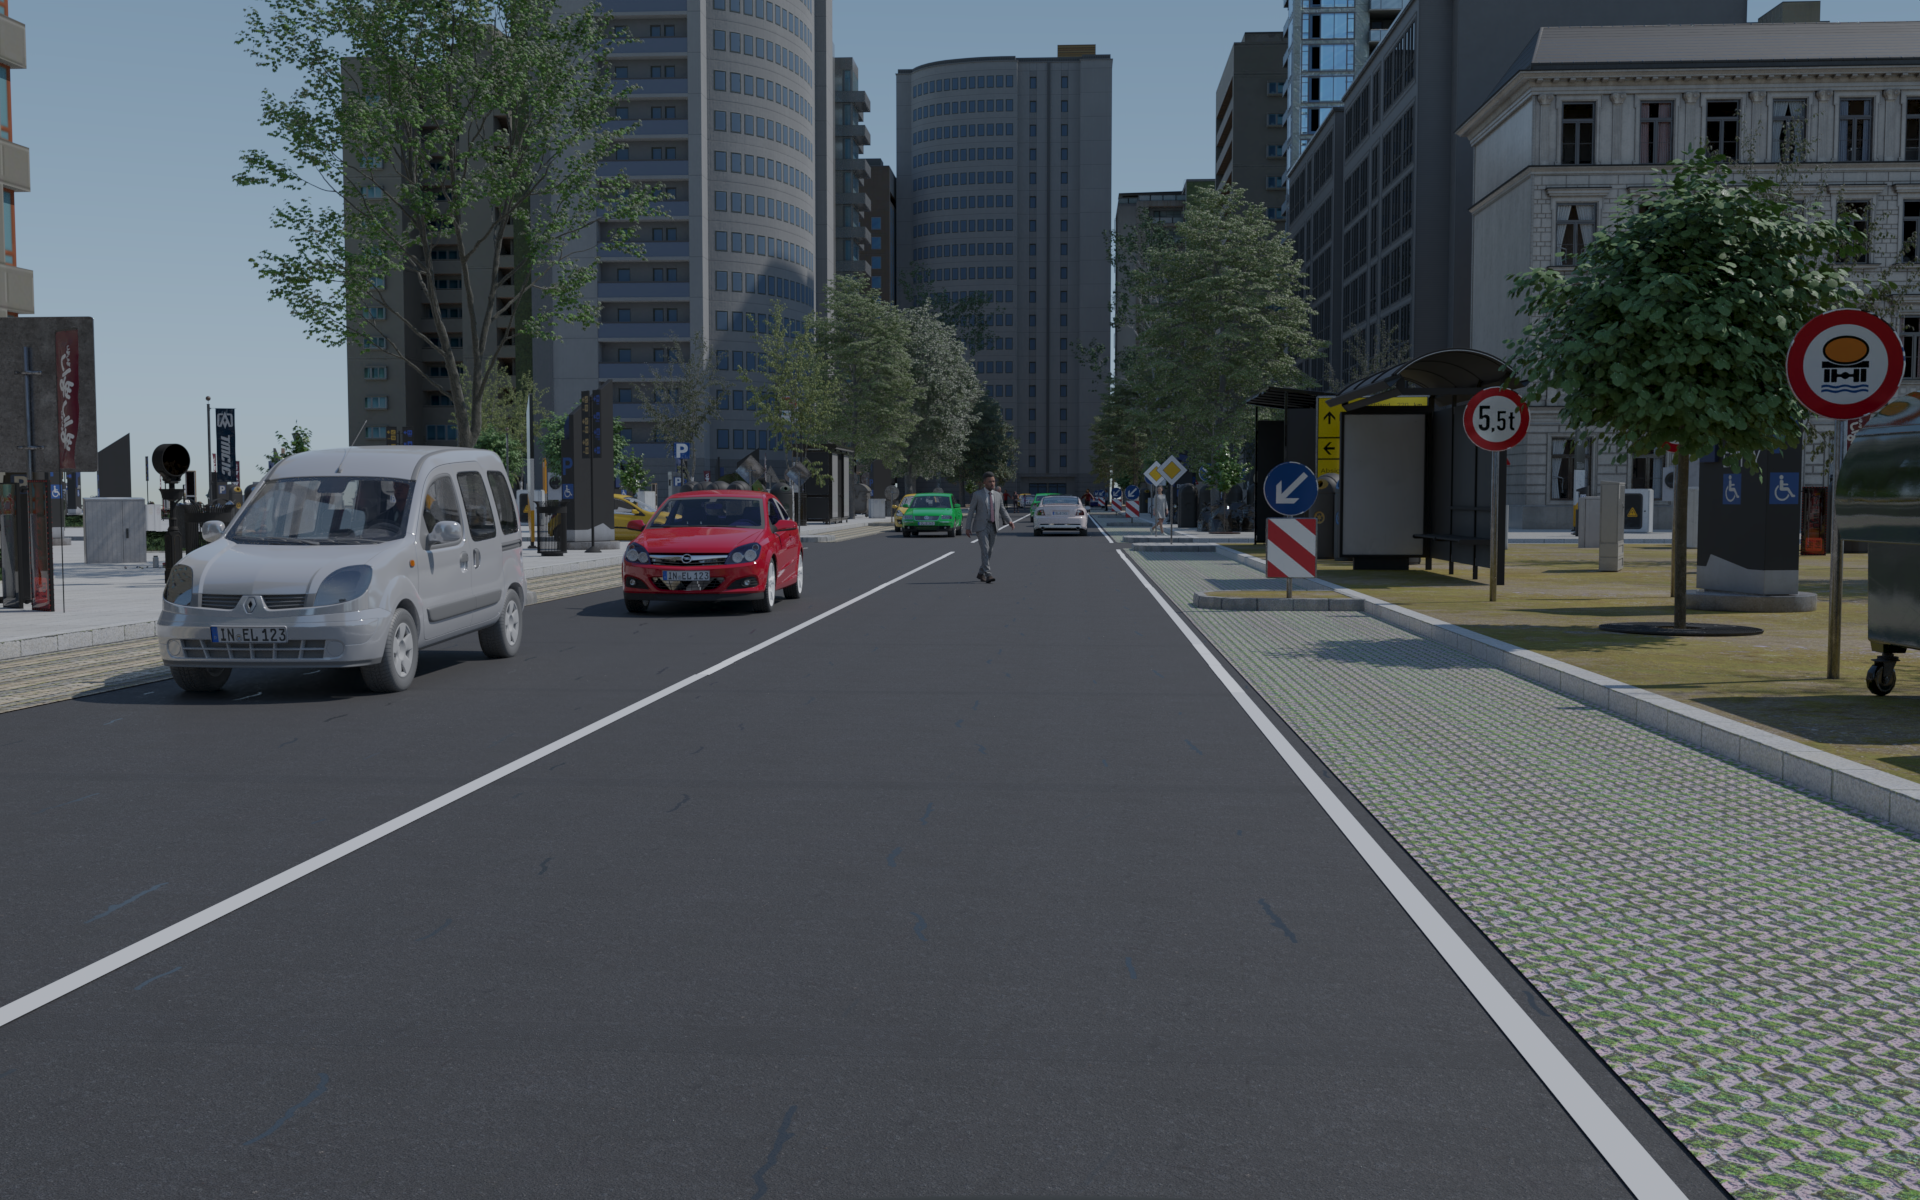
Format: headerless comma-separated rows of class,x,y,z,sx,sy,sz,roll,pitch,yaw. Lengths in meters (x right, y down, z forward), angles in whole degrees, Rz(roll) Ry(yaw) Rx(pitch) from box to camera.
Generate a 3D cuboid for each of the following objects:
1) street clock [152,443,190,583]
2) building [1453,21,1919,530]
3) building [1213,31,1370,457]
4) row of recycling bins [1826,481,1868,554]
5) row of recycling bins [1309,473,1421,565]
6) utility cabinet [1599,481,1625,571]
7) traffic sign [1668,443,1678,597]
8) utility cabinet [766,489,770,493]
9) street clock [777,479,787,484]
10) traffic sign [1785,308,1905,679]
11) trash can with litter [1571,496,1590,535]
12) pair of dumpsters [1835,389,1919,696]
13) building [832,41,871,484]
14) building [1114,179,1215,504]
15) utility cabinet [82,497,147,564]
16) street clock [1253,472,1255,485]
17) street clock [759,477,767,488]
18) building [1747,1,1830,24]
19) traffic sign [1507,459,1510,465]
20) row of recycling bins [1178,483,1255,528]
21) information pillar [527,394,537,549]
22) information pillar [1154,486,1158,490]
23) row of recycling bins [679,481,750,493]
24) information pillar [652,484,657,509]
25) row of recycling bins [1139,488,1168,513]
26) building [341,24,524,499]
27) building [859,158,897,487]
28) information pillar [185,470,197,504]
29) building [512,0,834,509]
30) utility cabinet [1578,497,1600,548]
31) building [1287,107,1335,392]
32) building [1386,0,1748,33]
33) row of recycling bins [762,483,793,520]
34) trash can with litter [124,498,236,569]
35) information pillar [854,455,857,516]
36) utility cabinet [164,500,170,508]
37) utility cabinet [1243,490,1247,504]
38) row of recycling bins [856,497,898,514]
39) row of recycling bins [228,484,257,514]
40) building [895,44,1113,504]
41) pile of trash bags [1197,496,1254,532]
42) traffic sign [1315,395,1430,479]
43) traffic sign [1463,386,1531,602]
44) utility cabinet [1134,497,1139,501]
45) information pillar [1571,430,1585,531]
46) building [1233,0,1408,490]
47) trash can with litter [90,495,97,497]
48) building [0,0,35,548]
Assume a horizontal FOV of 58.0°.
street clock,-11.286,-1.239,24.825,0.358,2.002,0.471,2,4,28
building,29.730,-12.335,66.297,19.286,19.102,10.561,0,4,4
building,37.850,-33.957,178.900,21.300,48.544,21.600,0,4,4
row of recycling bins,20.664,-1.890,38.011,3.534,1.692,1.069,-1,4,-16
row of recycling bins,7.680,-1.577,32.903,1.069,1.692,3.534,-1,4,-14
utility cabinet,10.907,-1.239,28.935,0.318,1.500,1.173,2,4,25
traffic sign,8.880,-1.306,21.466,0.768,2.556,0.104,1,4,12
utility cabinet,-8.146,-4.182,77.049,0.318,1.500,1.173,-3,5,-40
street clock,-8.598,-4.831,83.560,0.471,2.002,0.358,2,4,27
traffic sign,6.070,-0.725,11.961,0.768,2.556,0.104,1,4,9
trash can with litter,19.998,-2.646,54.318,2.233,1.210,1.678,-3,5,-40
pair of dumpsters,6.261,-0.393,8.912,1.574,2.255,4.437,0,4,4
building,-25.014,-34.370,181.560,30.456,49.044,23.786,0,4,4
building,27.382,-33.253,227.283,14.086,41.232,14.154,0,4,4
utility cabinet,-15.719,-1.287,32.212,1.020,1.237,0.306,-2,4,-34
street clock,9.337,-3.019,53.932,0.358,2.002,0.471,-2,4,-28
street clock,-8.522,-4.294,74.772,0.358,2.002,0.471,1,4,11
building,77.320,-33.802,176.362,21.600,48.544,21.300,0,4,4
traffic sign,9.696,-1.957,32.006,0.884,2.594,0.081,0,4,7
row of recycling bins,9.935,-3.577,65.602,3.534,1.692,1.069,2,4,25
information pillar,-10.103,-3.022,40.761,0.183,3.616,0.504,-1,4,-22
information pillar,13.889,-7.202,122.251,0.304,2.012,0.304,-3,4,-36
row of recycling bins,-7.808,-2.936,55.112,1.069,1.692,3.534,-3,5,-40
information pillar,-21.623,-7.220,122.536,0.304,2.012,0.304,1,4,9
row of recycling bins,13.769,-6.691,116.508,3.534,1.692,1.069,1,4,15
building,-50.916,-34.291,184.363,21.600,48.544,21.300,0,4,4
building,-15.703,-35.489,230.350,14.200,45.320,14.600,0,4,4
information pillar,-23.980,-3.030,54.027,0.304,2.012,0.304,-1,4,-19
building,-22.805,-36.752,142.896,21.231,58.520,28.212,0,4,4
utility cabinet,15.327,-1.852,41.447,1.020,1.237,0.306,-1,4,-13
building,29.779,-19.538,112.959,14.314,27.812,24.014,0,4,4
building,28.394,-18.075,89.028,14.314,27.812,24.014,0,4,4
row of recycling bins,-7.747,-3.340,61.722,3.534,1.692,1.069,-1,4,-10
trash can with litter,-13.192,-1.158,29.993,2.233,1.210,1.678,1,4,23
information pillar,-6.243,-6.682,100.609,0.504,3.616,0.183,0,4,-3
utility cabinet,-48.626,-5.985,106.530,0.318,1.500,1.173,-1,4,-8
utility cabinet,14.241,-4.712,85.725,1.173,1.500,0.318,-3,5,-43
row of recycling bins,-5.493,-6.302,110.157,3.534,1.692,1.069,2,4,27
row of recycling bins,-28.628,-3.930,71.376,3.534,1.692,1.069,-2,4,-35
building,5.905,-42.165,231.392,28.212,58.520,21.231,0,4,4
pile of trash bags,9.865,-3.011,58.981,3.447,1.369,1.912,0,4,-2
traffic sign,8.483,-2.558,35.703,2.265,3.308,0.079,1,4,12
traffic sign,6.367,-1.254,20.614,0.768,2.556,0.104,1,4,13
utility cabinet,12.863,-7.015,123.372,1.173,1.500,0.318,-3,5,-43
information pillar,21.298,-4.173,59.580,0.504,3.616,0.183,-2,4,-34
building,36.937,-51.304,151.495,22.319,86.520,31.000,0,4,4
trash can with litter,-58.977,-6.596,118.908,1.678,1.210,2.233,3,5,43
building,-34.481,-10.866,22.694,28.899,21.520,27.650,0,4,4
